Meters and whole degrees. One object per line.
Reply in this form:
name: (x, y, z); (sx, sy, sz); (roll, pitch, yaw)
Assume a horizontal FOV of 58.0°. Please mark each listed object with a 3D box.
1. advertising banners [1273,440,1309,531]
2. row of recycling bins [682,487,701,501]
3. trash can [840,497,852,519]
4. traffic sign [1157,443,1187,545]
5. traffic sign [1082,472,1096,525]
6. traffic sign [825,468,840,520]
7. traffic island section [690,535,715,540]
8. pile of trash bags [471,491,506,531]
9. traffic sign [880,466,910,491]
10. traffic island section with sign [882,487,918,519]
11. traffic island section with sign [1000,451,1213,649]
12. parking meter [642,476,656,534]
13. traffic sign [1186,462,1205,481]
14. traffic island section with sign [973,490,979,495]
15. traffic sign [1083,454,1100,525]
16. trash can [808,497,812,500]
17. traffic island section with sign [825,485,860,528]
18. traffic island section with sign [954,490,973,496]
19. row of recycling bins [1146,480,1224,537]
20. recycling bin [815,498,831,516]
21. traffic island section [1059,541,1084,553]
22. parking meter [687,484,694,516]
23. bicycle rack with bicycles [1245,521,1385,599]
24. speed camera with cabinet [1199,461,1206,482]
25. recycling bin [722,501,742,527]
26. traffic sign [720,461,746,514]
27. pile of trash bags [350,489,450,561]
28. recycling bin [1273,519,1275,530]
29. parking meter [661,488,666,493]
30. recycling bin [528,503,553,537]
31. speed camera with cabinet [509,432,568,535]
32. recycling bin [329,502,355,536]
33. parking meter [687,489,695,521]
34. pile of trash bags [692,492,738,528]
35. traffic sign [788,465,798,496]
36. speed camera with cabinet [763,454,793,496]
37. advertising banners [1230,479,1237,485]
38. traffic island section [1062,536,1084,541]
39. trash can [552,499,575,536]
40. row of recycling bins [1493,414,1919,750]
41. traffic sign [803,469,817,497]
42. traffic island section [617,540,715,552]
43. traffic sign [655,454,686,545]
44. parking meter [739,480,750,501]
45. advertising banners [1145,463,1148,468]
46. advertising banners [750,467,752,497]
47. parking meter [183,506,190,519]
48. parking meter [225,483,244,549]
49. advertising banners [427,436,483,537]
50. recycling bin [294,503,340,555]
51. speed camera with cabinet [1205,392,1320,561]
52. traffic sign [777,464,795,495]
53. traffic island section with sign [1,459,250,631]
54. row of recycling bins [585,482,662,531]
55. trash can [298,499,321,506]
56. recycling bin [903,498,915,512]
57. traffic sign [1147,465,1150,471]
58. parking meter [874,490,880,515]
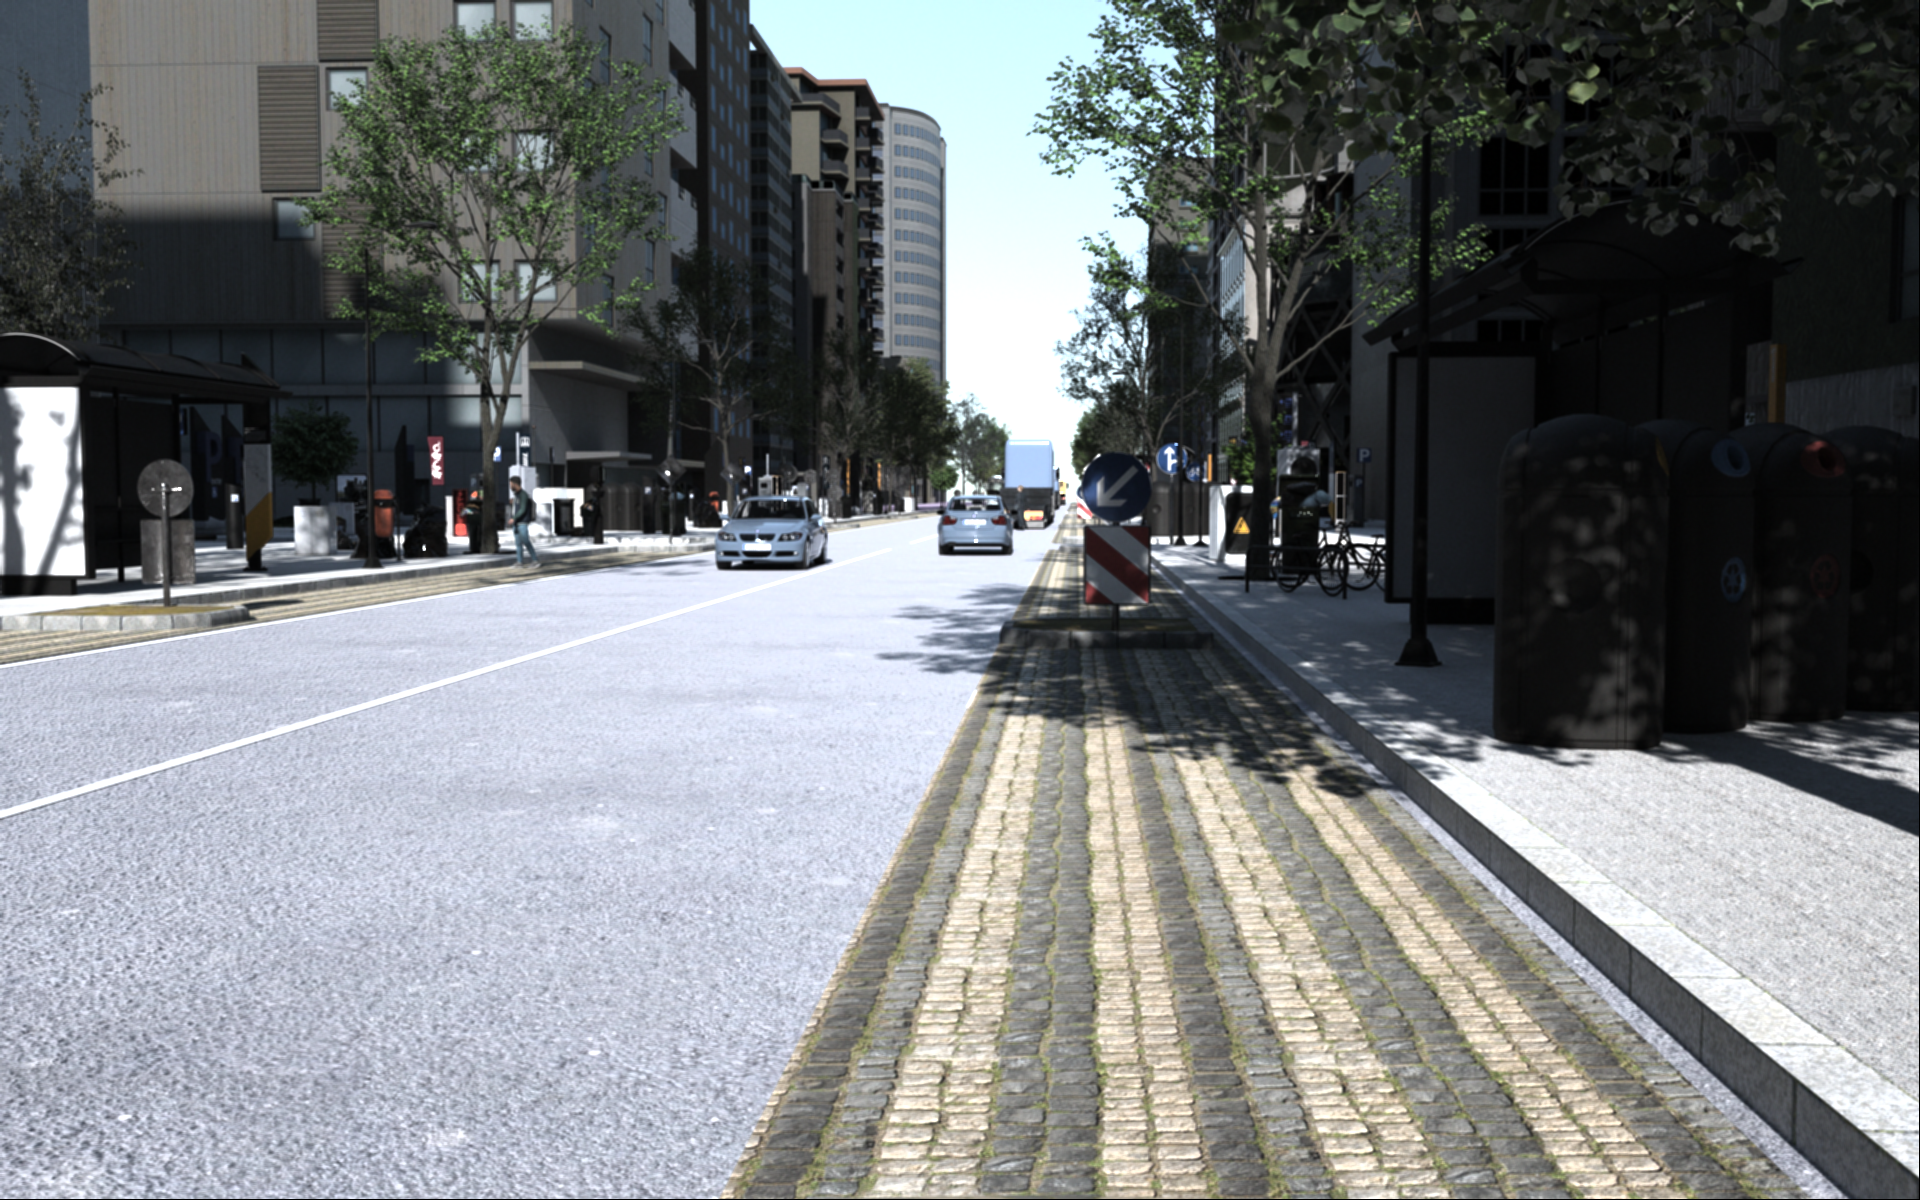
advertising banners: (10.418, -3.666, 56.123); (2.074, 3.025, 0.090); (-2, 4, -24)
row of recycling bins: (-17.273, -5.896, 103.513); (3.534, 1.692, 1.069); (0, 4, -5)
trash can: (-5.983, -4.847, 90.900); (0.748, 1.137, 0.748); (0, 3, 0)
traffic sign: (5.330, -2.659, 43.583); (0.768, 2.556, 0.104); (1, 4, 9)
traffic sign: (3.989, -2.899, 51.044); (0.795, 2.450, 0.064); (0, 4, 4)
traffic sign: (-6.292, -5.228, 85.583); (0.768, 2.556, 0.104); (0, 4, 8)
traffic island section: (-6.804, -1.808, 51.844); (2.009, 0.180, 2.903); (0, 4, 4)
pile of trash bags: (-16.677, -3.063, 59.829); (1.912, 1.369, 3.447); (-1, 4, -17)
traffic sign: (-4.765, -8.087, 126.102); (2.265, 3.308, 0.079); (1, 4, 9)
traffic island section with sign: (-3.503, -5.665, 101.255); (1.989, 1.847, 2.006); (0, 4, 4)
traffic island section with sign: (1.402, -0.506, 16.902); (1.989, 1.847, 2.006); (0, 4, 4)
parking meter: (-10.035, -3.075, 55.990); (0.399, 1.863, 0.255); (1, 4, 8)
traffic sign: (9.341, -4.197, 68.732); (0.768, 2.556, 0.104); (1, 4, 13)
traffic island section with sign: (1.649, -10.395, 178.579); (1.989, 1.847, 2.006); (0, 4, 4)
traffic sign: (3.457, -2.412, 43.076); (0.795, 2.450, 0.064); (0, 4, 4)
trash can: (-7.833, -4.644, 87.578); (0.748, 1.137, 0.748); (0, 3, 0)
traffic island section with sign: (-5.329, -3.998, 73.998); (1.989, 1.847, 2.006); (0, 4, 4)
traffic island section with sign: (-0.165, -8.727, 151.309); (1.989, 1.847, 2.006); (0, 4, 4)
row of recycling bins: (7.064, -2.843, 53.592); (1.069, 1.692, 3.534); (3, 5, 44)
recycling bin: (-7.883, -5.331, 99.718); (0.722, 1.027, 0.722); (-2, 4, -28)
traffic island section: (3.481, -1.277, 43.152); (2.009, 0.180, 2.903); (0, 4, 4)
parking meter: (-15.907, -5.910, 102.342); (0.399, 1.863, 0.255); (2, 4, 26)
bicycle rack with bicycles: (4.991, -0.559, 22.528); (2.852, 0.926, 2.925); (-2, 4, -31)
speed camera with cabinet: (15.517, -6.781, 105.209); (2.038, 3.252, 0.660); (0, 4, -8)
recycling bin: (-8.355, -3.171, 64.407); (0.722, 1.027, 0.722); (2, 4, 25)
traffic sign: (-6.780, -2.944, 51.780); (0.795, 2.450, 0.064); (0, 4, 4)
pile of trash bags: (-11.282, -1.524, 34.671); (1.912, 1.369, 3.447); (-1, 4, -10)
recycling bin: (11.193, -2.954, 60.856); (0.722, 1.027, 0.722); (-1, 4, -18)
parking meter: (-11.599, -3.598, 67.234); (0.372, 1.533, 0.369); (0, 3, 0)
recycling bin: (-12.535, -2.392, 51.669); (0.722, 1.027, 0.722); (-1, 4, -12)
speed camera with cabinet: (-13.501, -3.738, 55.454); (2.038, 3.252, 0.660); (2, 4, 31)
recycling bin: (-18.882, -2.468, 52.906); (0.722, 1.027, 0.722); (-1, 4, -20)
parking meter: (-12.758, -4.519, 82.298); (0.372, 1.533, 0.369); (0, 3, 0)
pile of trash bags: (-9.413, -3.502, 67.010); (1.912, 1.369, 3.447); (-1, 4, -14)
traffic sign: (-7.456, -4.622, 75.678); (0.768, 2.556, 0.104); (1, 4, 13)
speed camera with cabinet: (-8.932, -5.546, 85.019); (0.660, 3.252, 2.038); (-3, 4, -36)
advertising banners: (14.172, -5.483, 85.831); (2.074, 3.025, 0.090); (3, 5, 44)
traffic island section: (4.013, -1.764, 51.119); (2.009, 0.180, 2.903); (0, 4, 4)
trash can: (-12.264, -2.566, 53.608); (0.748, 1.137, 0.748); (0, 3, 0)
row of recycling bins: (4.306, -0.165, 9.805); (3.534, 1.692, 1.069); (-2, 4, -34)
traffic sign: (-7.624, -5.398, 88.366); (0.768, 2.556, 0.104); (0, 4, 6)
traffic island section: (-7.336, -1.321, 43.876); (2.009, 0.180, 2.903); (0, 4, 4)
traffic sign: (-7.312, -2.457, 43.813); (0.795, 2.450, 0.064); (0, 4, 4)
parking meter: (-8.810, -3.976, 70.723); (0.399, 1.863, 0.255); (-2, 4, -26)
advertising banners: (10.869, -6.149, 96.715); (2.074, 3.025, 0.090); (-3, 5, -39)
advertising banners: (-13.623, -7.065, 111.692); (0.090, 3.025, 2.074); (0, 4, 6)
parking meter: (-25.903, -3.019, 57.774); (0.372, 1.533, 0.369); (0, 3, 0)
parking meter: (-16.981, -1.965, 40.532); (0.372, 1.533, 0.369); (0, 3, 0)
advertising banners: (-14.957, -3.409, 51.921); (2.074, 3.025, 0.090); (0, 4, 6)
recycling bin: (-13.609, -1.470, 36.585); (0.722, 1.027, 0.722); (0, 4, -7)
speed camera with cabinet: (5.862, -2.385, 33.333); (2.038, 3.252, 0.660); (-1, 4, -12)
traffic sign: (-7.288, -4.425, 72.451); (0.768, 2.556, 0.104); (1, 4, 9)
traffic island section with sign: (-8.995, -0.635, 19.004); (1.989, 1.847, 2.006); (0, 4, 4)
row of recycling bins: (-11.819, -3.282, 60.774); (3.534, 1.692, 1.069); (2, 4, 35)
trash can: (-20.776, -2.673, 55.364); (0.748, 1.137, 0.748); (0, 3, 0)
recycling bin: (-3.699, -6.860, 124.711); (0.722, 1.027, 0.722); (1, 4, 22)
traffic sign: (8.537, -4.777, 78.113); (0.884, 2.594, 0.081); (1, 4, 11)
parking meter: (-5.046, -5.898, 104.835); (0.372, 1.533, 0.369); (0, 3, 0)
